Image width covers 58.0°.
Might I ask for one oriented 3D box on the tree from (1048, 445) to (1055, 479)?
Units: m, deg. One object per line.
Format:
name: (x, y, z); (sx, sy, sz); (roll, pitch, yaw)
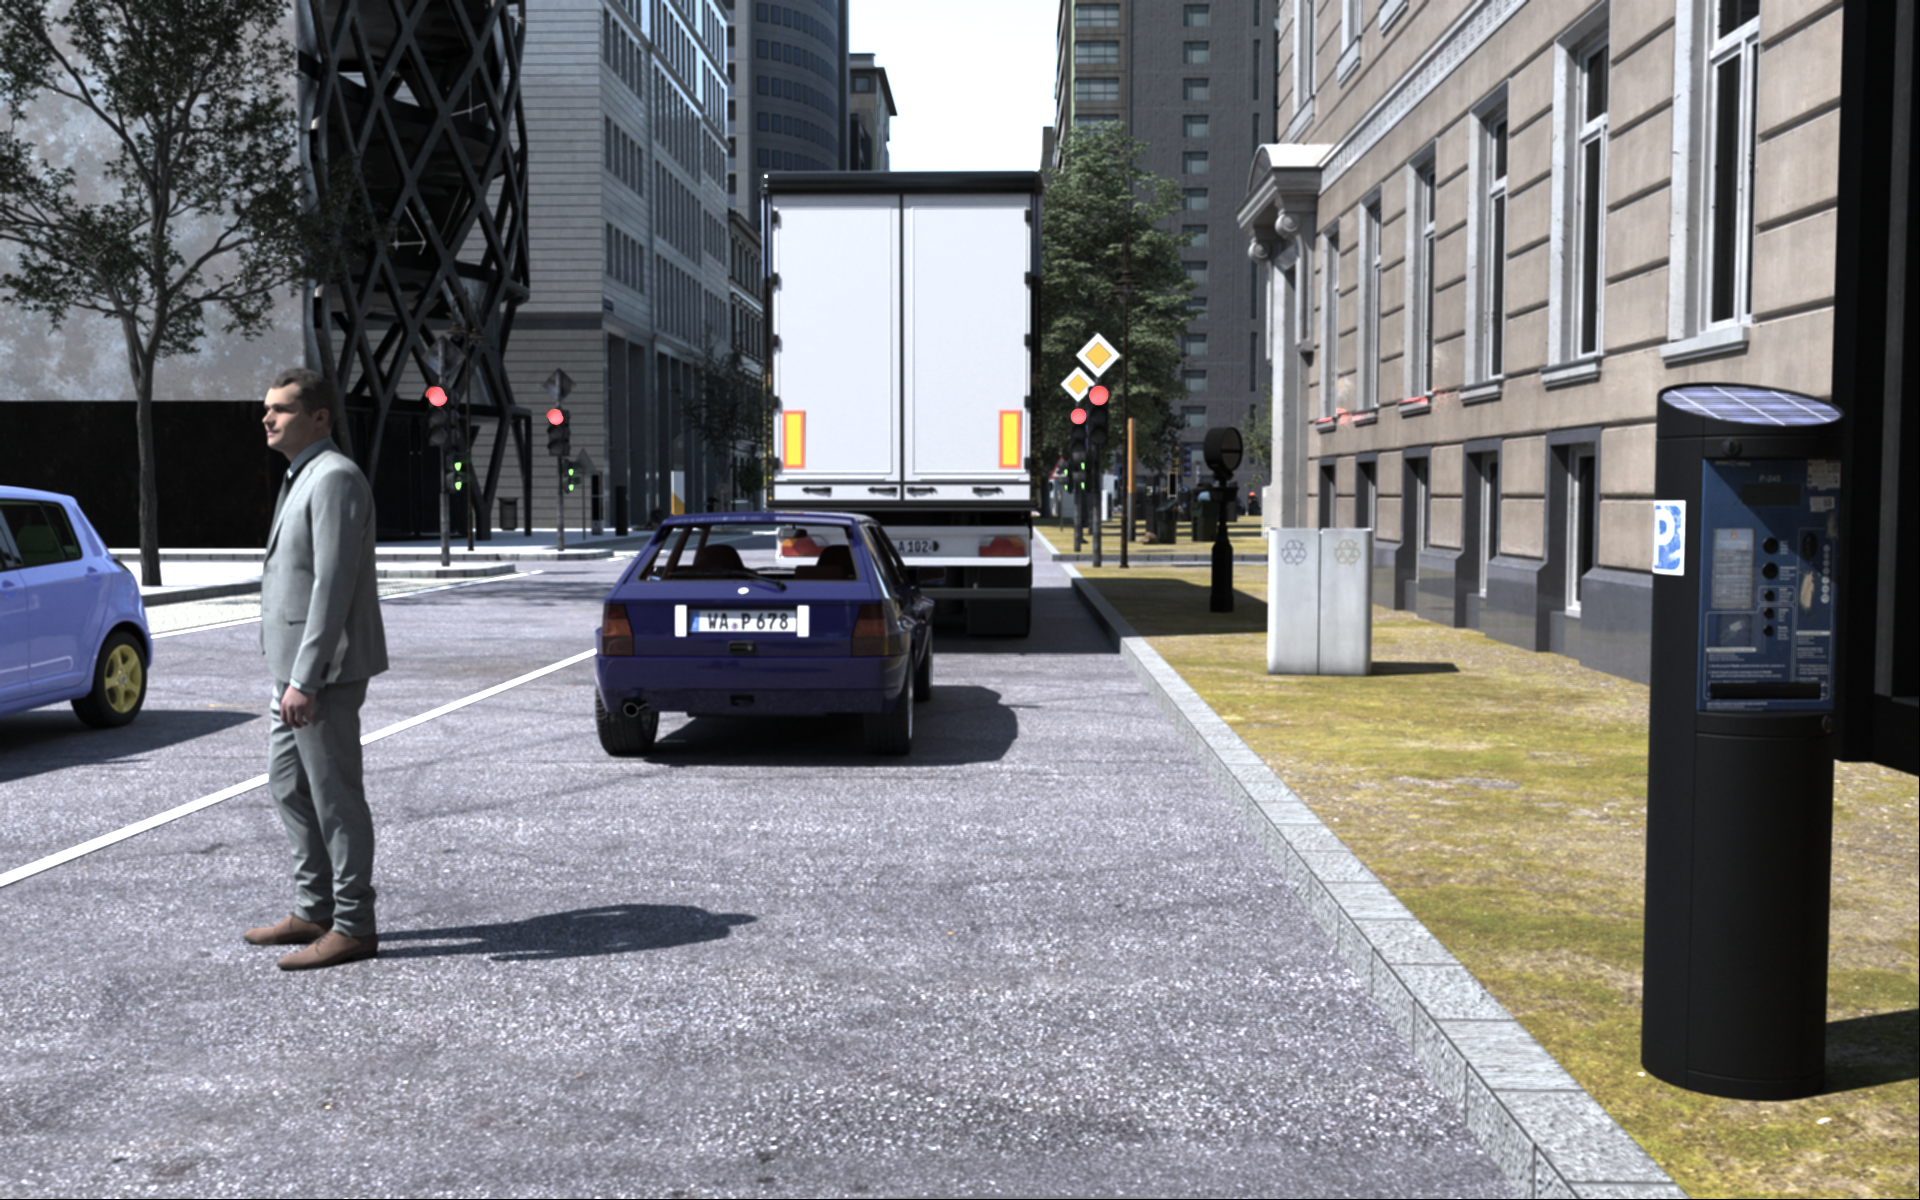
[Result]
tree: (5.677, -11.820, 143.617); (4.737, 8.622, 4.395); (0, 3, 0)

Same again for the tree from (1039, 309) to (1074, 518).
tree: (4.669, -11.458, 93.990); (9.857, 13.997, 8.962); (0, 3, 0)

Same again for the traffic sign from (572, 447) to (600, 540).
traffic sign: (-10.497, -2.956, 48.331); (0.884, 2.594, 0.081); (0, 4, 2)

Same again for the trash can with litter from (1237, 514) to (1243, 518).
trash can with litter: (14.195, -5.044, 93.521); (2.233, 1.210, 1.678); (0, 4, 4)

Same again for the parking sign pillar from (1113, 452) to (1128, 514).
parking sign pillar: (10.421, -7.396, 109.392); (1.447, 3.967, 1.447); (2, 4, 24)

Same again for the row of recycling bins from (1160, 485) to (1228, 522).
row of recycling bins: (10.618, -4.412, 79.256); (3.534, 1.692, 1.069); (0, 4, 4)

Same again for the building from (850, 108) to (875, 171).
building: (-16.200, -30.283, 178.718); (14.154, 41.232, 14.086); (0, 4, 1)

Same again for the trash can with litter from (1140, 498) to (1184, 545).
trash can with litter: (5.132, -2.001, 44.097); (1.055, 1.170, 0.624); (-2, 4, -35)

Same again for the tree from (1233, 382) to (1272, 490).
tree: (19.697, -9.773, 110.154); (4.737, 8.622, 4.395); (0, 3, 0)

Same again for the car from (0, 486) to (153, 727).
car: (-6.040, 0.010, 9.422); (1.945, 1.707, 3.694); (0, 4, 3)

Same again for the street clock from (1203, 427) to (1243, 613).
street clock: (2.853, -0.871, 18.810); (0.358, 2.002, 0.471); (3, 4, 39)

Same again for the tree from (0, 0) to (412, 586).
tree: (-11.428, -5.451, 23.542); (8.767, 10.594, 7.601); (1, 4, 20)

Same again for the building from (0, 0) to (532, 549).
building: (-21.065, -11.071, 48.455); (16.820, 18.784, 16.811); (0, 4, 1)

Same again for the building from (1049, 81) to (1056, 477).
building: (20.558, -33.740, 171.253); (23.786, 49.044, 30.456); (0, 4, 1)

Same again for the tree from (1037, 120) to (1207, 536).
tree: (3.922, -8.256, 53.112); (7.486, 12.596, 7.792); (0, 3, 0)

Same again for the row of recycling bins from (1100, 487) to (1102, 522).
row of recycling bins: (5.902, -4.338, 78.042); (1.069, 1.692, 3.534); (0, 4, 5)

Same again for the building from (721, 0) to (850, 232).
building: (-21.663, -37.628, 157.209); (21.231, 58.520, 28.212); (0, 4, 1)

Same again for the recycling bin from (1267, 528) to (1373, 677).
recycling bin: (2.603, 0.001, 12.542); (0.722, 1.027, 0.722); (1, 4, 11)

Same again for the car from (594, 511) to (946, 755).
car: (-1.080, 0.105, 10.871); (1.945, 1.354, 3.894); (0, 4, 2)

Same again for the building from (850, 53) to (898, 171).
building: (-22.582, -38.121, 212.523); (28.713, 52.752, 27.495); (0, 4, 1)

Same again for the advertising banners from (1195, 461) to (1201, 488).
advertising banners: (12.934, -5.800, 91.012); (0.090, 3.025, 2.074); (3, 5, 43)

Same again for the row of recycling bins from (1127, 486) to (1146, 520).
row of recycling bins: (8.992, -4.821, 85.943); (1.069, 1.692, 3.534); (1, 4, 15)

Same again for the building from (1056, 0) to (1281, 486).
building: (19.006, -31.903, 145.320); (21.300, 48.544, 21.600); (0, 4, 1)

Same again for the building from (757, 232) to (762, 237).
building: (-24.828, -17.381, 129.220); (27.650, 21.520, 28.899); (0, 4, 1)

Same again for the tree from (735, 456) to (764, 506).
tree: (-10.457, -5.643, 86.858); (1.663, 3.219, 1.824); (0, 3, 0)

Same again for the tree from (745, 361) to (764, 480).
tree: (-9.687, -8.647, 91.743); (4.737, 8.622, 4.395); (0, 3, 0)

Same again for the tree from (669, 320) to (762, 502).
tree: (-10.074, -7.482, 72.695); (4.360, 8.622, 3.978); (0, 3, 0)

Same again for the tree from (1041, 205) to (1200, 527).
tree: (4.769, -9.166, 66.873); (9.611, 12.733, 9.660); (0, 3, 0)

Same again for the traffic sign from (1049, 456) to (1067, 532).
traffic sign: (3.461, -3.606, 58.955); (0.884, 2.594, 0.081); (1, 4, 9)

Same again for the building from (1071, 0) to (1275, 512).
building: (15.143, -27.170, 127.823); (14.154, 41.232, 14.086); (0, 4, 1)

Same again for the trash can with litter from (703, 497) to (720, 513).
trash can with litter: (-10.087, -3.676, 71.486); (0.624, 1.170, 1.055); (1, 4, 22)

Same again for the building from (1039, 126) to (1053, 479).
building: (20.728, -36.319, 217.509); (21.300, 48.544, 21.600); (0, 4, 1)

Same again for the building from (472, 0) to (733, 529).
building: (-18.088, -18.359, 77.668); (11.434, 29.767, 29.804); (0, 4, 1)
